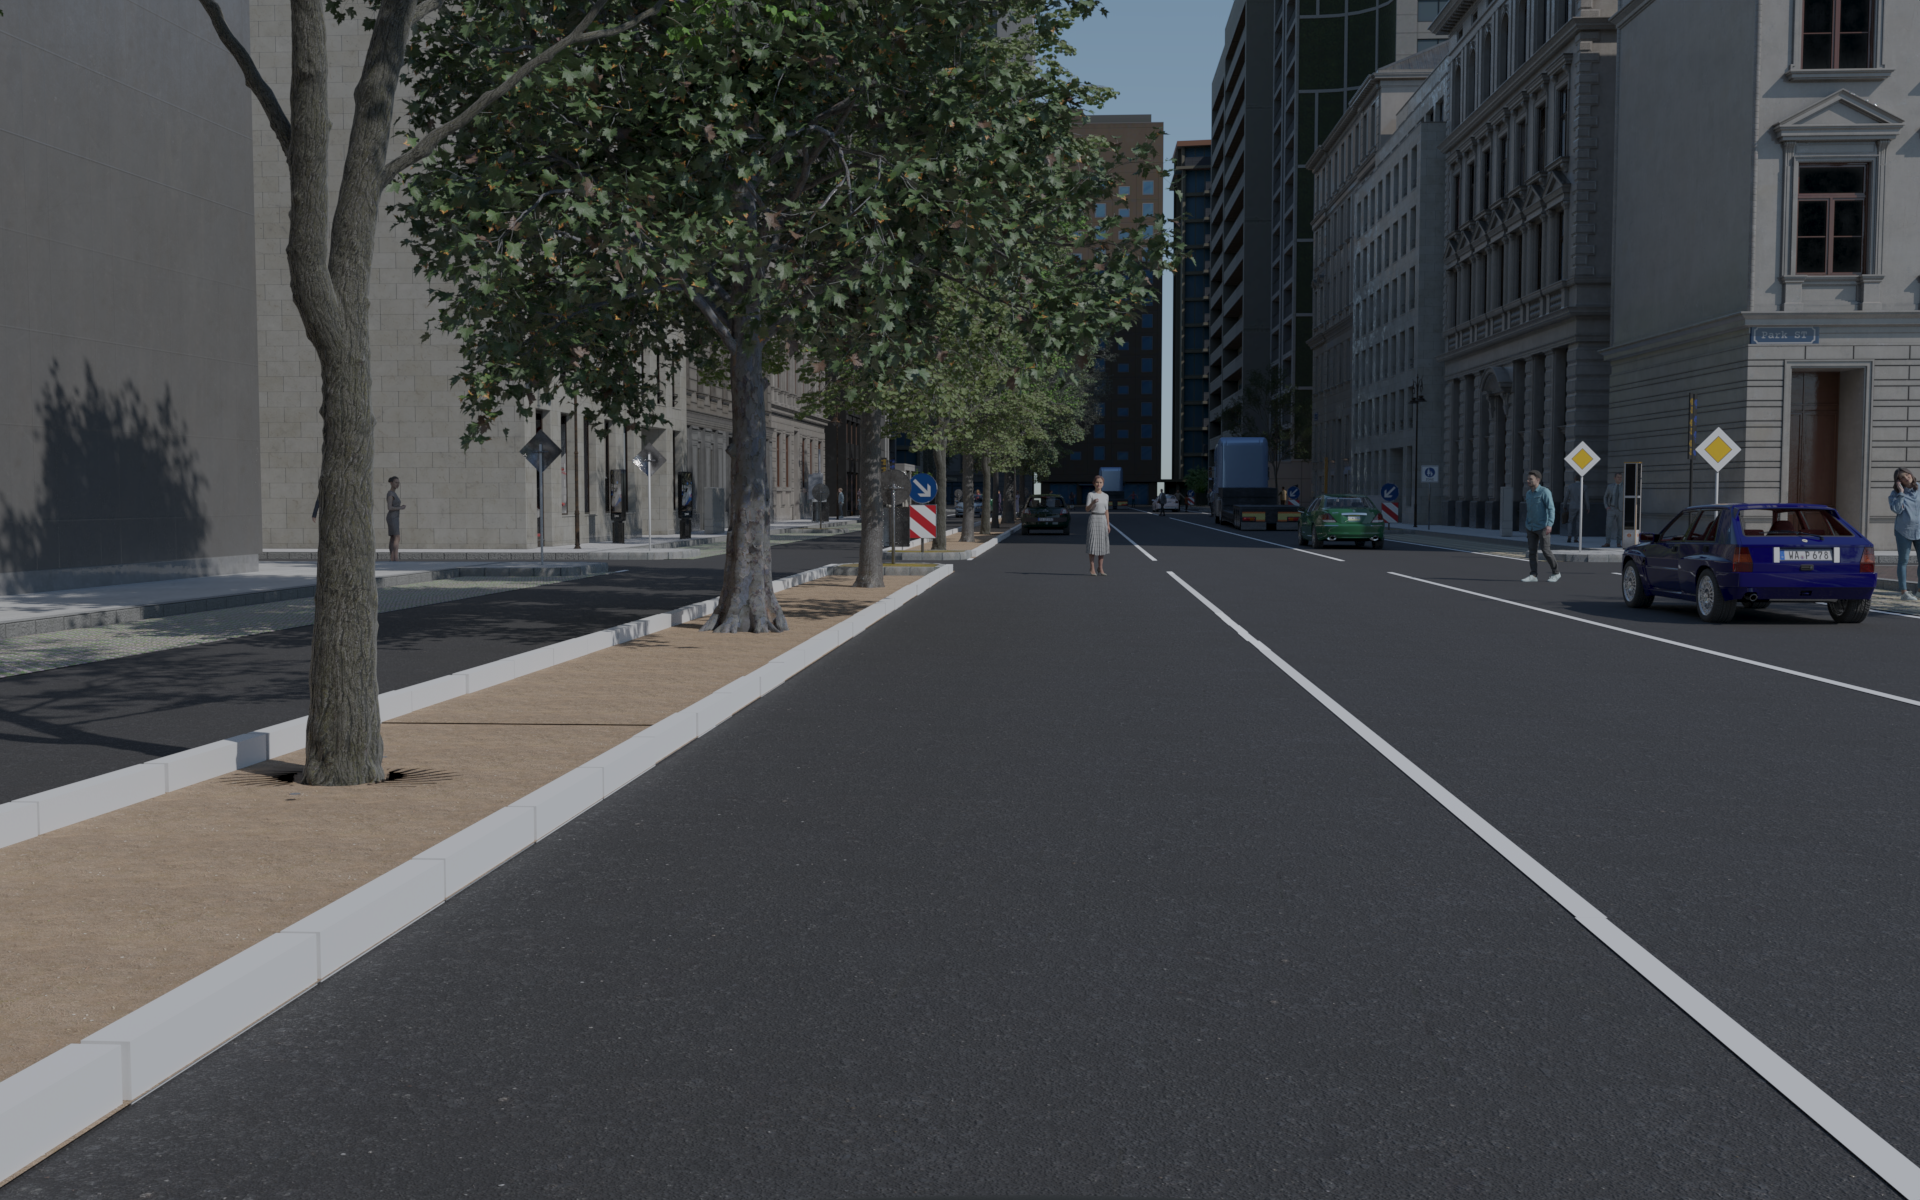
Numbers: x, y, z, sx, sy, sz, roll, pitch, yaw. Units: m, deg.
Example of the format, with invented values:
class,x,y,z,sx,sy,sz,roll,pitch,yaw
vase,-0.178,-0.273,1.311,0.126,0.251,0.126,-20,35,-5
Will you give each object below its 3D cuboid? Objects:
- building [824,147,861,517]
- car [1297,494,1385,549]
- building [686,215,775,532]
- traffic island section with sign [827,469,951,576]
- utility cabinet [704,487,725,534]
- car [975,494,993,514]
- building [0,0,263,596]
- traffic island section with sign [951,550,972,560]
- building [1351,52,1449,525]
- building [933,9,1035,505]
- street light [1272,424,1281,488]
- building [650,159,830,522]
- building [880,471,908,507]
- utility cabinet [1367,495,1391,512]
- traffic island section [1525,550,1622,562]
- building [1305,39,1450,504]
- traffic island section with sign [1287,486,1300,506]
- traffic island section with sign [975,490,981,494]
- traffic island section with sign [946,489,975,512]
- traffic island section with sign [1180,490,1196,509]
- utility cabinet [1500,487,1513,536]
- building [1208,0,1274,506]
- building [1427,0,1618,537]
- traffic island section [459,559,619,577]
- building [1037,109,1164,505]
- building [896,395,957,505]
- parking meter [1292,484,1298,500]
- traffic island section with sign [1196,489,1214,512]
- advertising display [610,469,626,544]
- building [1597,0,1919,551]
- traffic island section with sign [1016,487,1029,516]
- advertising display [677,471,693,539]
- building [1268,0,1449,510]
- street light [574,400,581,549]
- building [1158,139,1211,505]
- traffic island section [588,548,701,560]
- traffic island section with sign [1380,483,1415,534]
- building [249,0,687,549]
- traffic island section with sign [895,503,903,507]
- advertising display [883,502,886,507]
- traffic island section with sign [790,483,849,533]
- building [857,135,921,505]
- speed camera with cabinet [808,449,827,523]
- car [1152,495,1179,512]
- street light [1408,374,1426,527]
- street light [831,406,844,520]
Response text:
class,x,y,z,sx,sy,sz,roll,pitch,yaw
building,-11.970,-16.802,104.387,12.332,23.373,15.834,0,4,4
car,10.269,-2.140,46.795,2.131,1.459,4.920,0,4,4
building,-13.307,-13.248,65.758,9.793,20.994,18.267,0,4,4
traffic island section with sign,-1.270,-1.408,31.150,2.006,1.907,1.989,0,4,4
utility cabinet,-7.910,-2.886,55.873,0.318,1.500,1.173,1,4,10
car,1.489,-7.162,128.888,2.131,1.459,4.920,0,4,5
building,-26.818,-12.507,23.565,30.058,24.678,14.314,0,4,4
traffic island section with sign,-0.775,-1.860,38.540,2.006,1.907,1.989,0,4,4
building,24.548,-13.720,79.079,10.420,20.320,16.860,0,4,4
building,-5.081,-40.756,208.354,28.212,58.520,21.231,0,4,4
street light,20.486,-8.520,112.084,0.468,5.910,1.993,0,4,4
building,-13.094,-15.245,85.411,11.583,22.565,21.152,0,4,4
building,-20.544,-26.611,126.966,32.217,40.220,23.993,0,4,4
utility cabinet,18.593,-4.018,76.855,1.020,1.237,0.306,3,5,40
traffic island section,13.629,-0.958,37.938,2.009,0.180,2.903,0,4,4
building,27.649,-18.495,99.650,12.463,27.353,25.104,0,4,4
traffic island section with sign,17.029,-4.946,89.491,1.989,1.847,2.006,0,4,4
traffic island section with sign,1.759,-9.791,168.715,1.989,1.847,2.006,0,4,4
traffic island section with sign,-0.066,-8.085,140.816,1.989,1.847,2.006,0,4,4
traffic island section with sign,22.114,-9.687,167.007,1.989,1.847,2.006,0,4,4
utility cabinet,16.588,-2.683,52.544,0.318,1.500,1.173,1,4,14
building,36.783,-33.708,174.828,21.300,48.544,21.600,0,4,4
building,23.774,-14.155,60.314,11.050,23.489,19.941,0,4,4
traffic island section,-7.591,-0.553,31.329,2.009,0.180,2.903,0,4,4
building,16.409,-33.905,204.460,14.200,45.320,14.600,0,4,4
building,-15.468,-32.059,178.792,28.867,44.769,22.147,0,4,4
parking meter,20.089,-6.011,103.993,0.399,1.863,0.255,0,4,2
traffic island section with sign,20.323,-8.024,139.825,1.989,1.847,2.006,0,4,4
advertising display,-8.889,-2.435,45.027,0.123,1.923,0.974,-2,4,-28
building,27.776,-12.636,42.761,21.152,22.565,11.583,0,4,4
traffic island section with sign,4.139,-6.445,113.519,2.006,1.907,1.989,0,4,4
advertising display,-7.844,-2.705,49.440,0.123,1.923,0.974,1,4,9
building,32.939,-42.370,130.997,20.563,71.187,20.611,0,4,4
street light,-8.946,-4.131,40.327,0.468,5.910,1.993,0,4,4
building,38.166,-33.795,207.174,28.867,44.769,22.147,0,4,4
traffic island section,-7.068,-1.041,39.297,2.009,0.180,2.903,0,4,4
traffic island section with sign,15.249,-3.294,62.484,1.989,1.847,2.006,0,4,4
building,-14.684,-11.838,48.301,10.420,20.320,16.860,0,4,4
traffic island section with sign,-3.300,-5.072,91.554,1.989,1.847,2.006,0,4,4
advertising display,-5.050,-6.403,109.910,0.123,1.923,0.974,3,5,39
traffic island section with sign,-5.137,-3.376,63.827,1.989,1.847,2.006,0,4,4
building,-13.946,-43.403,147.896,20.563,71.187,20.611,0,4,4
speed camera with cabinet,-6.342,-5.053,76.947,0.660,3.252,2.038,0,4,3
car,16.360,-7.678,137.889,2.083,1.381,4.827,0,4,2
street light,17.601,-5.748,66.775,0.468,5.910,1.993,0,4,4
street light,-6.089,-6.920,85.934,0.468,5.910,1.993,0,4,4
